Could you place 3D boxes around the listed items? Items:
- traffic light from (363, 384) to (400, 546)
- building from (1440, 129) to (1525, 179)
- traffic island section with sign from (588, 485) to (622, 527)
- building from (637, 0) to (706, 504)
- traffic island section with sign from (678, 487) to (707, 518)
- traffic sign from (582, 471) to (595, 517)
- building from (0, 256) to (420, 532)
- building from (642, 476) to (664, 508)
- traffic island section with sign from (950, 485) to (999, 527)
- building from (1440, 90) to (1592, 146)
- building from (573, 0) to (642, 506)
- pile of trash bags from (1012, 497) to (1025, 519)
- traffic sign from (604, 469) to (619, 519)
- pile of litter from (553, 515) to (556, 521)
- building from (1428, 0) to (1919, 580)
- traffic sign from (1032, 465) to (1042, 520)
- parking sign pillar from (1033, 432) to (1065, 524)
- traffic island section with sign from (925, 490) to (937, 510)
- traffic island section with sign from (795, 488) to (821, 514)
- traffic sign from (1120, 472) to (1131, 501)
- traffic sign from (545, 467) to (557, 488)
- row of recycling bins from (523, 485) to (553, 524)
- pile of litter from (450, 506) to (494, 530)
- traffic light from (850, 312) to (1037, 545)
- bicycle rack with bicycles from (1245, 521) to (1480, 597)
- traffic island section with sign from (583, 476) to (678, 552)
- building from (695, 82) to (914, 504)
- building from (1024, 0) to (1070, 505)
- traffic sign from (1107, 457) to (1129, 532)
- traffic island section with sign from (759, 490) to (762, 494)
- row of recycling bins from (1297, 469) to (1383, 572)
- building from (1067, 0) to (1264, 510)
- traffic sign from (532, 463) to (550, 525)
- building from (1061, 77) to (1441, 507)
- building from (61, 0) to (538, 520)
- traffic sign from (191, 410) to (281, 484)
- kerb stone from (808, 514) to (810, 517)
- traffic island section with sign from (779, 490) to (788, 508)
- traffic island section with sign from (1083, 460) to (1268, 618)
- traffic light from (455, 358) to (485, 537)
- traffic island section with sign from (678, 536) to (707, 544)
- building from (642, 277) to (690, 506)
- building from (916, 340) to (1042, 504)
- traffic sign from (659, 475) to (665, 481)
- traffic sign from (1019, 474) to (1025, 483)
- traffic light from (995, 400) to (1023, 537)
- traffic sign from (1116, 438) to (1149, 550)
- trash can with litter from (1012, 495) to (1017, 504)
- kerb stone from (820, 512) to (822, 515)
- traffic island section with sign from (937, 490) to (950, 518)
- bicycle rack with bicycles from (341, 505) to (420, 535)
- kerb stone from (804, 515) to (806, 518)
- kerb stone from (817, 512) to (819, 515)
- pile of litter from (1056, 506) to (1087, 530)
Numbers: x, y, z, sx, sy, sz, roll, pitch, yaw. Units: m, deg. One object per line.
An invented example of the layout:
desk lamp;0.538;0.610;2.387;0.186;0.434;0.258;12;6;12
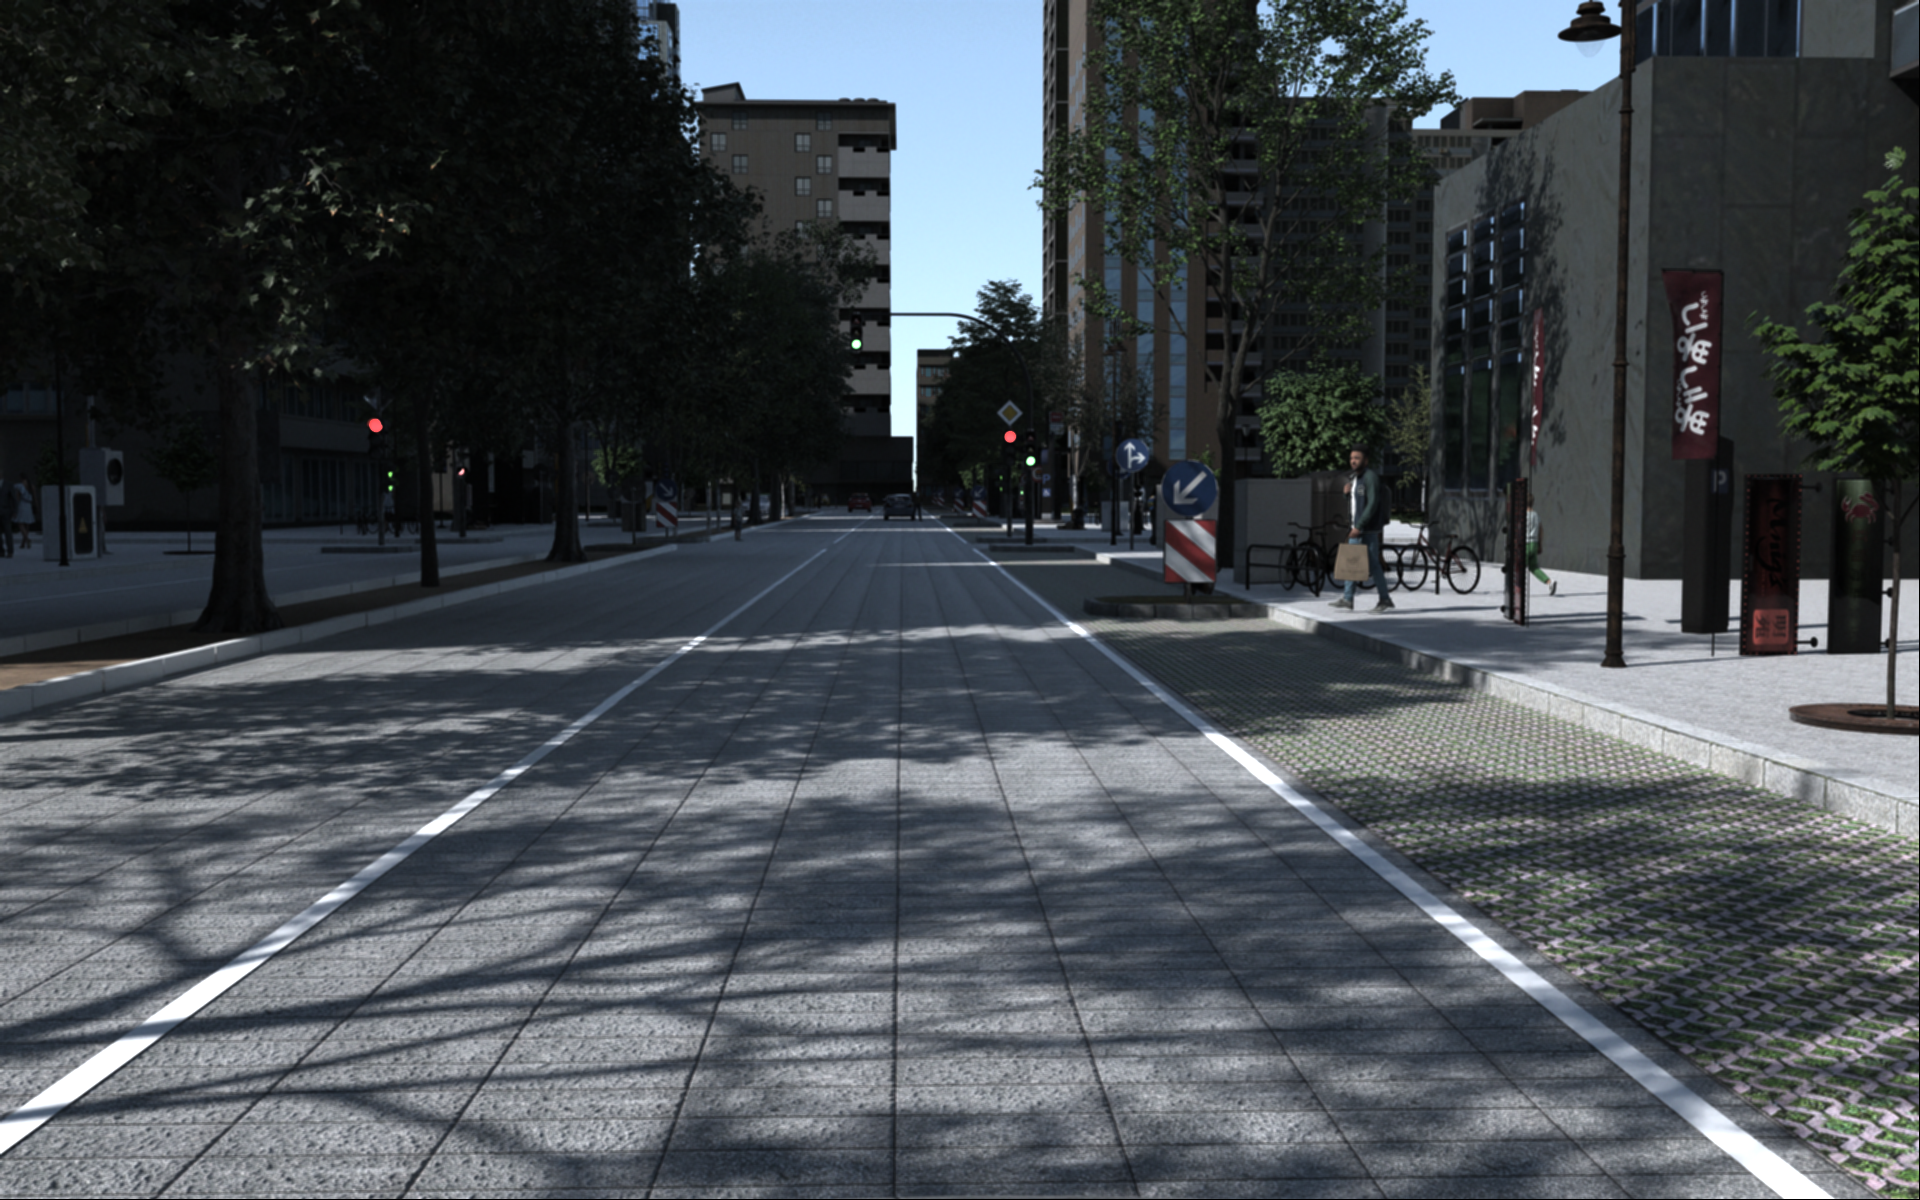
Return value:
traffic light;-14.428;-3.316;43.135;0.839;4.253;0.868;0;4;-2
building;42.309;-29.850;179.929;23.993;40.220;32.217;0;4;-2
traffic island section with sign;-15.237;-4.137;76.273;1.989;1.847;2.006;0;4;-2
building;-49.467;-55.872;226.174;31.000;86.520;22.319;0;4;-2
traffic island section with sign;-16.122;-5.791;103.315;1.989;1.847;2.006;0;4;-2
traffic sign;-20.634;-5.874;96.144;0.768;2.556;0.104;0;4;4
building;-35.041;-27.148;67.572;21.300;48.544;21.600;0;4;-2
building;-44.908;-28.942;165.082;32.217;40.220;23.993;0;4;-2
traffic island section with sign;0.698;-4.143;76.362;1.989;1.847;2.006;0;4;-2
building;61.333;-32.978;189.294;14.200;45.320;14.600;0;4;-2
building;-38.393;-36.494;138.669;21.231;58.520;28.212;0;4;-2
pile of trash bags;3.624;-4.893;89.753;1.912;1.369;3.447;0;4;-3
traffic sign;-17.668;-5.365;87.819;0.768;2.556;0.104;0;4;5
pile of litter;-19.099;-4.226;83.064;1.176;0.858;1.719;2;4;34
building;21.488;-43.178;18.630;22.319;86.520;31.000;0;4;-2
traffic sign;3.440;-4.634;75.871;0.768;2.556;0.104;0;3;0
parking sign pillar;3.776;-5.250;74.306;1.447;3.967;1.447;1;4;9
traffic island section with sign;-1.838;-8.865;153.569;1.989;1.847;2.006;0;4;-2
traffic island section with sign;-11.043;-7.221;126.205;2.006;1.907;1.989;0;4;-2
traffic sign;5.618;-3.684;60.338;0.768;2.556;0.104;0;4;6
traffic sign;-19.019;-4.900;80.224;0.768;2.556;0.104;0;4;7
row of recycling bins;-18.948;-4.221;76.125;1.069;1.692;3.534;-3;4;-37
pile of litter;-17.473;-2.936;61.971;1.719;0.858;1.176;-2;4;-31
traffic light;-0.364;-4.208;43.471;4.771;5.953;1.251;0;4;-2
bicycle rack with bicycles;5.054;-0.580;22.858;2.852;0.926;2.925;-1;4;-19
traffic island section with sign;-8.332;-2.175;43.704;2.006;1.907;1.989;0;4;-2
building;-20.051;-39.242;230.841;27.495;52.752;28.713;0;4;-2
building;17.566;-45.589;183.628;20.563;71.187;20.611;0;4;-2
traffic sign;5.137;-3.424;56.089;0.768;2.556;0.104;0;4;-1
traffic island section with sign;-17.755;-8.834;153.068;1.989;1.847;2.006;0;4;-2
row of recycling bins;6.462;-1.400;30.004;1.069;1.692;3.534;0;4;-2
building;16.486;-30.135;142.824;14.600;45.320;14.200;0;4;-2
traffic sign;-17.313;-4.370;71.555;0.768;2.556;0.104;0;4;5
building;24.816;-28.773;162.324;32.217;40.220;23.993;0;4;-2
building;-38.943;-29.455;105.298;21.300;48.544;21.600;0;4;-2
traffic sign;-17.592;-2.949;42.091;2.265;3.308;0.079;0;4;6
kerb stone;-9.293;-5.044;104.820;0.120;0.150;1.000;0;4;-2
traffic island section with sign;-18.639;-10.485;180.059;1.989;1.847;2.006;0;4;-2
traffic island section with sign;2.522;-0.745;20.801;1.989;1.847;2.006;0;4;-2
traffic light;-12.602;-4.682;51.220;4.771;5.953;1.251;0;4;-2
traffic island section with sign;-8.565;-2.628;51.107;2.006;1.907;1.989;0;4;-2
building;-36.462;-30.783;186.892;14.086;41.232;14.154;0;4;-2
building;8.717;-23.694;232.432;28.899;21.520;27.650;0;4;-2
traffic sign;-20.112;-7.157;117.025;0.884;2.594;0.081;0;3;0
traffic sign;3.949;-6.370;104.259;0.768;2.556;0.104;0;4;7
traffic light;1.462;-3.837;51.661;0.839;4.253;0.868;0;4;-2
traffic sign;3.946;-2.421;39.691;0.768;2.556;0.104;0;4;5
trash can with litter;3.008;-5.156;95.360;1.678;1.210;2.233;-1;4;-13
kerb stone;-9.760;-5.926;119.147;0.120;0.150;1.000;0;4;-2
traffic island section with sign;-0.215;-5.834;104.019;1.989;1.847;2.006;0;4;-2
bicycle rack with bicycles;-18.402;-2.551;55.086;2.852;0.926;2.925;-3;5;-39
kerb stone;-9.125;-4.734;99.682;0.120;0.150;1.000;0;4;-2
kerb stone;-9.634;-5.679;115.053;0.120;0.150;1.000;0;4;-2
pile of litter;4.044;-2.976;62.620;1.176;0.858;1.719;1;4;13
